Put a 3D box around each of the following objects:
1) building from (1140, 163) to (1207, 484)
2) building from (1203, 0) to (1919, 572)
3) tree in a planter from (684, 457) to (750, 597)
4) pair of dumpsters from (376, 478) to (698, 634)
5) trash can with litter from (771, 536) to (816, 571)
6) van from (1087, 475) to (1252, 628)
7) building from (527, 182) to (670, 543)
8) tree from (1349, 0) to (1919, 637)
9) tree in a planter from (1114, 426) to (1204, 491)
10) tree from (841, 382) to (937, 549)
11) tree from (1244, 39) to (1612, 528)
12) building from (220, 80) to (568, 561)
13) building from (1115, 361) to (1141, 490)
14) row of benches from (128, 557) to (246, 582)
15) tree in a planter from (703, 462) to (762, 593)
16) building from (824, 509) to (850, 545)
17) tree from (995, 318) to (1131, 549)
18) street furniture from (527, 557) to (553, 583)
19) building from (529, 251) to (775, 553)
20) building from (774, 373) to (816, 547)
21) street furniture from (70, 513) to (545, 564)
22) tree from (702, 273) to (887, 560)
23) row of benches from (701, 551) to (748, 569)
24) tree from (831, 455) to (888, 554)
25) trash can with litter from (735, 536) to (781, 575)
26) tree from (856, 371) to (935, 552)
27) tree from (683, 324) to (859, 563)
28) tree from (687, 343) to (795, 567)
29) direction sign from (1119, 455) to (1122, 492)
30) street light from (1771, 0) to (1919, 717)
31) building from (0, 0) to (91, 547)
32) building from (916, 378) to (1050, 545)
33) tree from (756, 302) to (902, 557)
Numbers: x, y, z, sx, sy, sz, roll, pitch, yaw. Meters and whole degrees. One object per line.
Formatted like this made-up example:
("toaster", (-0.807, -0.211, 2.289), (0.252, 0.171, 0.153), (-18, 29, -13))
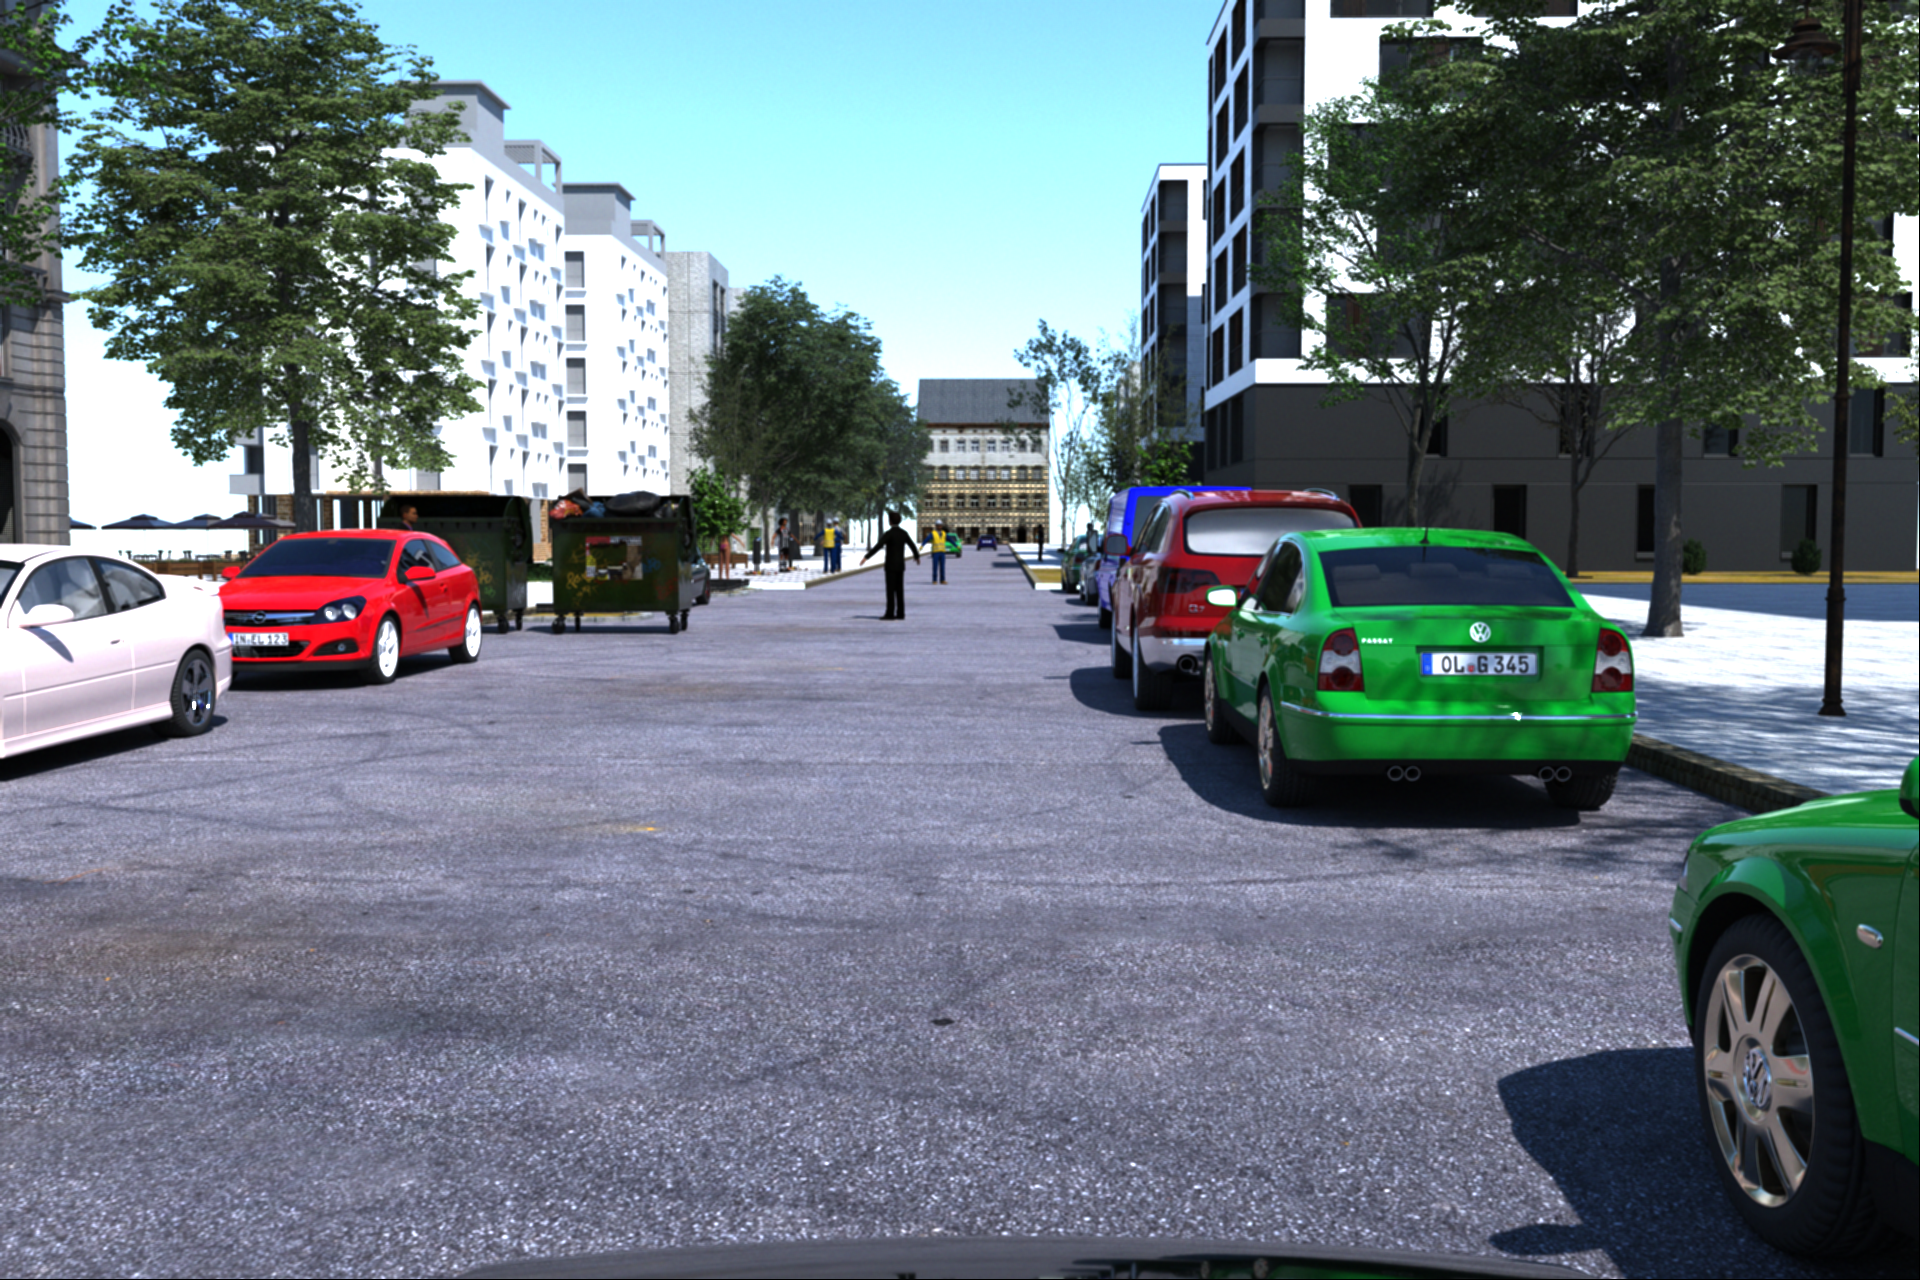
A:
("building", (25.444, -16.376, 111.725), (27.936, 21.610, 32.646), (0, 4, 2))
("building", (24.228, -14.103, 74.554), (27.936, 21.610, 32.646), (0, 4, 1))
("tree in a planter", (-5.965, -2.631, 40.246), (1.991, 3.239, 1.994), (0, 4, 2))
("pair of dumpsters", (-6.113, -1.236, 25.154), (4.436, 2.255, 1.574), (0, 4, 1))
("trash can with litter", (-5.882, -3.092, 61.610), (1.678, 1.210, 2.233), (0, 4, 1))
("van", (3.002, -1.235, 24.581), (2.240, 2.365, 5.245), (0, 4, 1))
("building", (-23.280, -14.566, 94.566), (16.016, 20.090, 11.380), (0, 4, 1))
("tree", (8.864, -6.339, 21.771), (7.486, 12.596, 7.792), (0, 3, 0))
("tree in a planter", (3.383, -1.931, 28.802), (1.991, 3.239, 1.994), (0, 4, 2))
("tree", (-6.739, -14.534, 144.284), (9.857, 13.997, 8.962), (0, 3, 0))
("tree", (9.858, -6.803, 36.990), (9.928, 11.665, 9.643), (0, 3, 0))
("building", (-24.862, -13.292, 73.738), (16.016, 20.090, 11.380), (0, 4, 1))
("building", (25.961, -19.529, 185.754), (16.747, 18.905, 31.486), (0, 4, 2))
("row of benches", (-20.784, -1.859, 45.853), (1.422, 0.672, 4.104), (2, 4, 26))
("tree in a planter", (-5.958, -2.789, 42.829), (1.991, 3.239, 1.994), (0, 4, 2))
("building", (-23.462, -23.130, 209.107), (19.493, 23.208, 18.063), (0, 4, 2))
("tree", (9.085, -18.051, 151.028), (12.611, 20.169, 13.585), (0, 3, 0))
("street furniture", (-12.806, -1.897, 46.641), (10.072, 0.657, 5.734), (-2, 4, -34))
("building", (-23.720, -15.771, 124.307), (16.747, 18.905, 31.486), (0, 4, 1))
("building", (-25.193, -21.507, 182.569), (19.493, 23.208, 18.063), (0, 4, 2))
("street furniture", (-28.018, -3.455, 61.520), (27.439, 1.986, 14.083), (-1, 4, -8))
("tree", (-8.094, -10.890, 84.714), (9.857, 13.997, 8.962), (0, 3, 0))
("row of benches", (-9.107, -2.930, 63.375), (1.422, 0.672, 4.104), (2, 4, 25))
("tree", (-6.755, -9.853, 111.461), (4.737, 8.622, 4.395), (0, 3, 0))
("trash can with litter", (-6.250, -2.670, 54.706), (1.678, 1.210, 2.233), (0, 4, 3))
("tree", (-6.540, -13.231, 126.691), (12.009, 13.543, 11.850), (0, 3, 0))
("tree", (-8.400, -8.670, 76.175), (8.767, 10.594, 7.601), (1, 4, 8))
("tree", (-8.803, -7.132, 66.965), (4.360, 8.622, 3.978), (0, 3, 0))
("direction sign", (4.612, -3.538, 49.842), (0.379, 3.537, 0.876), (0, 4, 1))
("street light", (6.175, -2.403, 12.083), (0.468, 5.910, 1.993), (0, 4, 1))
("building", (-31.122, -11.981, 36.546), (13.314, 22.015, 24.055), (0, 4, 2))
("building", (3.293, -25.045, 242.871), (18.063, 23.208, 19.493), (0, 4, 1))
("tree", (-7.915, -11.613, 96.533), (9.857, 13.997, 8.962), (0, 3, 0))
